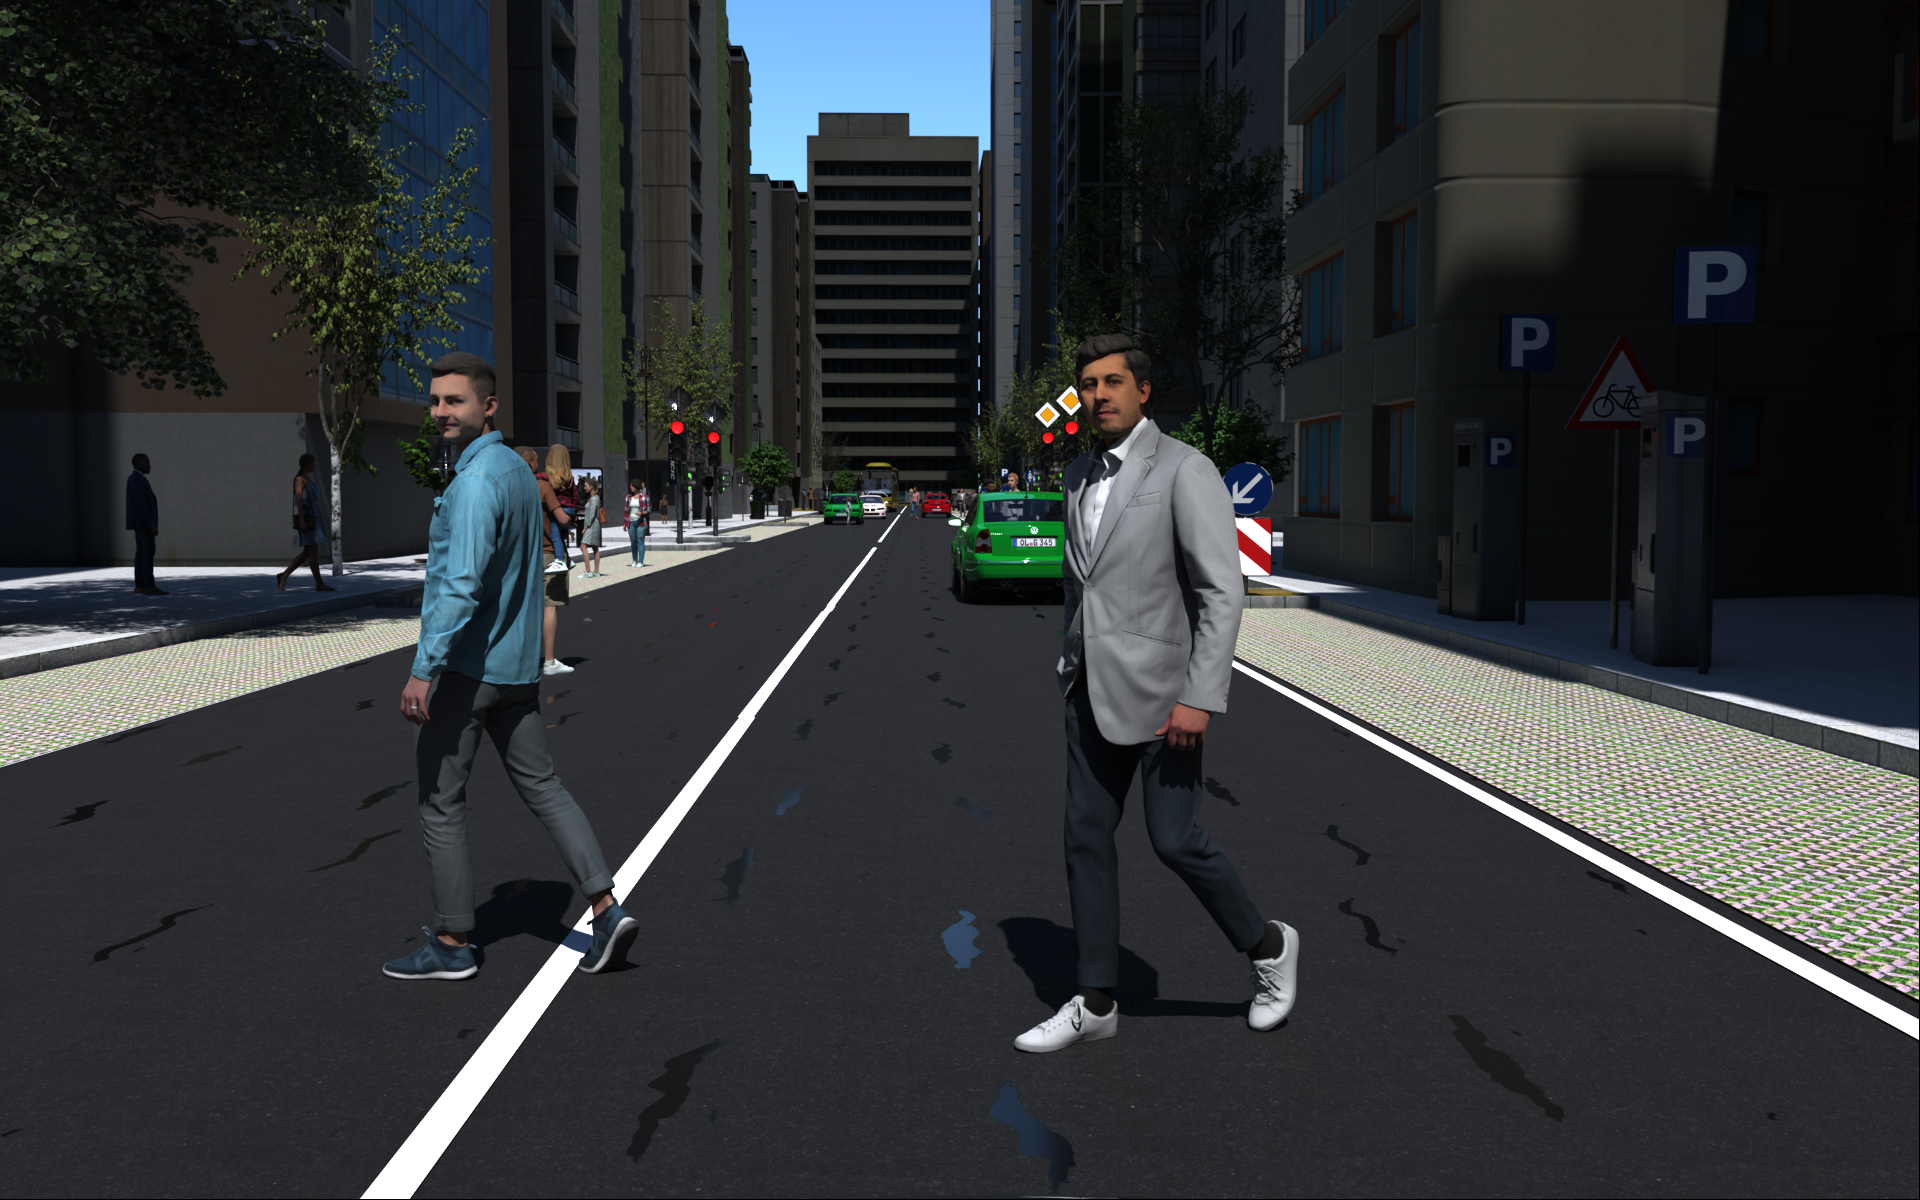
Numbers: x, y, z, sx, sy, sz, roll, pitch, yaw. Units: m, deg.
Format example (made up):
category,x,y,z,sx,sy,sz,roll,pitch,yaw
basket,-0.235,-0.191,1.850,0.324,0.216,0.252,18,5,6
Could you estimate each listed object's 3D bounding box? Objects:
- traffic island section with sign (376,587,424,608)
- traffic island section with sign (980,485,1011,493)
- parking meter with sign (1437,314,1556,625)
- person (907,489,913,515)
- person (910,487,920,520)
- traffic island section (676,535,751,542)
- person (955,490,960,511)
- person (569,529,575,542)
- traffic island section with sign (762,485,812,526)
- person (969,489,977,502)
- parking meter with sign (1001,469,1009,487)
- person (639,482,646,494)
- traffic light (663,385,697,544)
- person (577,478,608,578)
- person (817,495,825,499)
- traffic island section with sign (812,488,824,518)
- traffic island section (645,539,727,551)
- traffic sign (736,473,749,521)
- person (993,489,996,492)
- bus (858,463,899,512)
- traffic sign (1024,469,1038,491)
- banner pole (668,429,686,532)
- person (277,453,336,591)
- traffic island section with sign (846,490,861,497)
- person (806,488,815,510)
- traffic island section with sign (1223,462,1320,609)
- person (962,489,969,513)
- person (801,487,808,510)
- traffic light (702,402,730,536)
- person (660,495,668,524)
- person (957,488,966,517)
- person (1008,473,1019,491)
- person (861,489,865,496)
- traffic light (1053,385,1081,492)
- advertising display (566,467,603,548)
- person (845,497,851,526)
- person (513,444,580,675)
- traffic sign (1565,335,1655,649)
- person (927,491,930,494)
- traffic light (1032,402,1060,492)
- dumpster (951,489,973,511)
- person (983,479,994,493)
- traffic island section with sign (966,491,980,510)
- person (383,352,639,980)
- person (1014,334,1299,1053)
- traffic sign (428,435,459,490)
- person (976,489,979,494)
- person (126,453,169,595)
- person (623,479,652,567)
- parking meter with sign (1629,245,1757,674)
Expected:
category,x,y,z,sx,sy,sz,roll,pitch,yaw
traffic island section with sign,-6.362,-0.858,22.654,1.989,1.847,2.006,0,4,-1
traffic island section with sign,2.047,-4.231,77.810,1.989,1.847,2.006,0,4,-1
parking meter with sign,5.391,-1.312,17.704,0.543,3.016,1.738,0,4,-8
person,-3.358,-6.570,116.098,0.537,1.800,0.526,-3,4,-36
person,-2.523,-5.394,96.705,0.555,1.821,0.388,1,4,22
traffic island section,-7.456,-1.861,52.712,2.009,0.180,2.903,0,4,-1
person,-0.197,-8.264,144.301,0.721,1.739,1.217,1,4,15
person,-10.283,-2.407,45.271,0.514,1.842,0.818,2,4,29
traffic island section with sign,-7.762,-4.201,77.316,1.989,1.847,2.006,0,4,-1
person,0.902,-7.033,123.855,0.716,1.782,0.532,3,4,38
parking meter with sign,3.098,-7.430,117.739,0.543,3.016,1.738,0,4,-3
person,-13.967,-4.290,76.280,0.635,1.810,0.391,1,4,20
traffic light,-7.210,-3.405,44.596,0.839,4.253,0.868,0,4,-1
person,-6.289,-1.230,29.621,0.522,1.701,0.512,-1,4,-12
person,-14.173,-10.300,174.591,1.348,1.807,0.705,0,4,5
traffic island section with sign,-8.461,-5.858,104.402,1.989,1.847,2.006,0,4,-1
traffic island section,-7.251,-1.373,44.730,2.009,0.180,2.903,0,4,-1
traffic sign,-10.309,-4.898,82.210,0.606,2.300,0.079,0,4,1
person,3.194,-9.309,158.339,0.705,1.812,1.348,-1,4,-22
bus,-6.386,-9.013,138.905,2.896,3.916,12.252,0,3,0
traffic sign,3.626,-5.345,87.502,0.768,2.556,0.104,0,4,3
banner pole,-9.645,-4.202,58.715,0.863,3.779,0.401,3,5,45
person,-8.596,-1.012,22.679,0.778,1.811,0.616,0,4,-1
traffic island section with sign,-9.754,-8.919,154.446,1.989,1.847,2.006,0,4,-1
person,-12.371,-8.373,143.037,0.705,1.812,1.348,2,4,32
traffic island section with sign,3.468,-0.846,22.463,1.989,1.847,2.006,0,4,-1
person,0.286,-7.622,133.100,0.705,1.826,1.348,2,4,30
person,-12.486,-8.107,138.673,0.705,1.814,1.350,-1,4,-22
traffic light,-7.416,-3.893,52.579,0.839,4.253,0.868,0,4,-1
person,-12.764,-3.909,74.630,0.362,1.253,0.373,-1,4,-10
person,0.145,-6.043,107.503,0.606,1.804,0.583,-1,4,-19
person,0.927,-1.217,28.754,0.624,1.780,0.694,-1,4,-20
person,-6.445,-6.603,116.636,0.466,1.800,0.511,-1,4,-10
traffic light,2.847,-3.422,44.870,0.839,4.253,0.868,0,4,-1
advertising display,-8.970,-2.206,41.286,0.974,1.923,0.123,-3,4,-38
person,-5.036,-4.015,78.416,0.425,1.301,0.394,3,5,40
person,-3.317,-0.329,13.850,0.580,1.828,0.573,-1,4,-22
traffic sign,5.426,-0.874,14.296,0.884,2.594,0.081,0,4,3
person,-2.609,-8.372,146.192,0.445,1.727,0.742,0,4,-5
traffic light,2.642,-3.910,52.853,0.839,4.253,0.868,0,4,-1
dumpster,0.164,-8.413,145.762,1.865,1.857,1.264,0,4,-2
person,0.654,-1.912,40.108,0.721,1.781,0.623,1,4,12
traffic island section with sign,1.362,-5.879,104.757,1.989,1.847,2.006,0,4,-1
person,-1.350,0.201,5.071,0.748,1.841,0.638,1,4,16
person,0.516,0.232,4.557,0.795,1.843,0.661,-2,4,-34
traffic sign,-8.898,-1.706,30.028,0.606,2.300,0.079,0,4,-1
person,1.944,-11.242,189.472,1.348,1.869,0.705,1,4,8
person,-10.461,-0.976,22.181,0.419,1.800,0.721,-3,4,-38
person,-6.276,-1.494,33.762,0.563,1.720,0.643,1,4,13
parking meter with sign,5.438,-1.029,13.078,0.543,3.016,1.738,1,4,9
